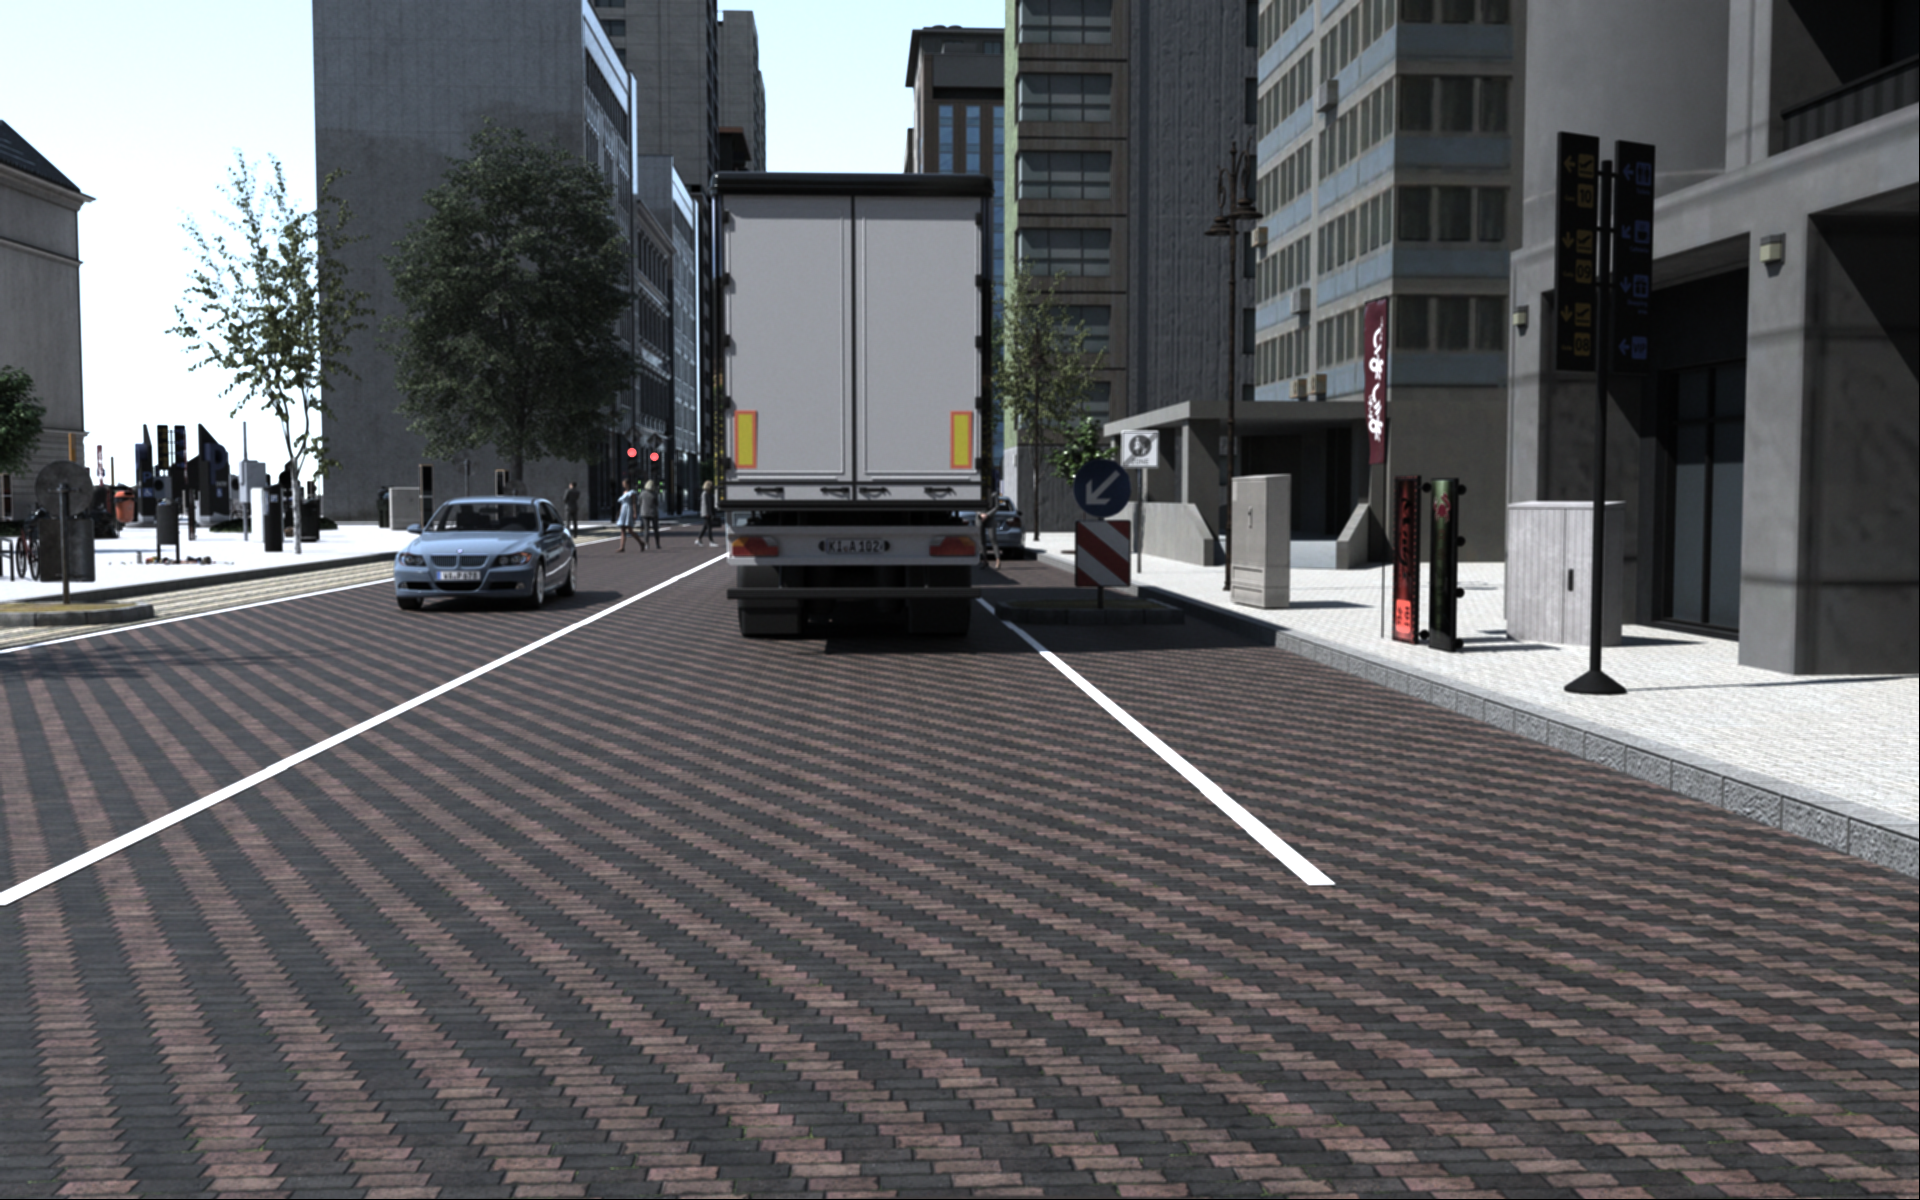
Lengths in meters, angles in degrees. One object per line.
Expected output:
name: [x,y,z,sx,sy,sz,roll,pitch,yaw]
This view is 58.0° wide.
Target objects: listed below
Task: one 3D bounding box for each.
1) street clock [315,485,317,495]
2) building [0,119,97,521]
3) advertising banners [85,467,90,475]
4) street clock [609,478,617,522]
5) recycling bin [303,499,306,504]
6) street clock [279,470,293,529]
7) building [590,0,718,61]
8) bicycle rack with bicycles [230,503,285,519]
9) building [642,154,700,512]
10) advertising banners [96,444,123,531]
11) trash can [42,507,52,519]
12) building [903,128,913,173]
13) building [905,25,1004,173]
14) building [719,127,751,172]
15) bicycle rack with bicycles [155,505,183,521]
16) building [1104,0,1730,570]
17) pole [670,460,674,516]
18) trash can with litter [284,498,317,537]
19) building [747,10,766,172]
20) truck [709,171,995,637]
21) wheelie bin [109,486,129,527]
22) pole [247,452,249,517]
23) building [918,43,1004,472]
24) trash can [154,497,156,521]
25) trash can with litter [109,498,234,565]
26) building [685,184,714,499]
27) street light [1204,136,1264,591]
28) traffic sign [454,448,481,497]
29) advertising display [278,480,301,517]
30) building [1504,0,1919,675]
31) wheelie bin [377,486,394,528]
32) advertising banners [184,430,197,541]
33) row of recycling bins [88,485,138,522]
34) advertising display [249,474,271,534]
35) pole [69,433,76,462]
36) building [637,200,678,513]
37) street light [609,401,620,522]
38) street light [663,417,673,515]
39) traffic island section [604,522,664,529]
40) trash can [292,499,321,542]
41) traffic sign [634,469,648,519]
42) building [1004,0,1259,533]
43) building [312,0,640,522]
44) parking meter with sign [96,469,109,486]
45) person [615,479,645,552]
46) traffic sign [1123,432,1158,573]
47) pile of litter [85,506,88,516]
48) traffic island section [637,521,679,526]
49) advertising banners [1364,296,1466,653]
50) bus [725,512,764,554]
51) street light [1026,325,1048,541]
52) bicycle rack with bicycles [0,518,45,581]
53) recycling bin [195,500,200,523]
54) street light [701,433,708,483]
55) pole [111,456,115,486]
street clock: [-53.315,-8.471,143.067,0.358,2.002,0.471,0,4,6]
building: [-53.142,-13.330,82.577,19.286,19.102,10.561,0,4,-3]
advertising banners: [-55.594,-7.077,111.900,2.074,3.025,0.090,-1,4,-17]
street clock: [-15.666,-4.505,78.222,0.358,2.002,0.471,-1,4,-17]
recycling bin: [-37.332,-5.260,98.551,0.722,1.027,0.722,0,4,3]
street clock: [-20.627,-2.971,53.152,0.471,2.002,0.358,-1,4,-11]
building: [-32.961,-45.148,176.421,20.563,71.187,20.611,0,4,-3]
bicycle rack with bicycles: [-28.238,-3.428,69.425,2.925,0.926,2.852,0,4,8]
building: [-26.581,-19.109,130.456,12.078,24.808,19.932,0,4,-3]
advertising banners: [-29.839,-3.948,60.736,2.074,3.025,0.090,3,5,44]
trash can: [-40.998,-4.060,78.033,0.748,1.137,0.748,0,3,0]
building: [3.705,-36.435,219.414,21.300,48.544,21.600,0,4,-3]
building: [8.591,-37.052,195.037,28.713,52.752,27.495,0,4,-3]
building: [-35.659,-33.481,202.034,22.147,44.769,28.867,0,4,-3]
bicycle rack with bicycles: [-39.181,-4.269,83.184,2.925,0.926,2.852,3,4,36]
building: [19.977,-21.131,37.380,32.217,40.220,23.993,0,4,-3]
pole: [-17.137,-6.676,103.004,0.158,3.312,0.155,0,3,0]
trash can with litter: [-19.649,-2.457,51.554,1.055,1.170,0.624,-1,4,-16]
building: [-38.445,-50.361,261.648,20.563,71.187,20.611,0,4,-3]
truck: [-1.251,-1.946,20.731,2.839,4.237,11.283,0,4,-3]
wheelie bin: [-32.602,-3.625,67.182,0.980,1.594,0.693,-1,4,-18]
pole: [-34.624,-5.514,84.002,0.158,3.312,0.155,0,3,0]
building: [2.956,-32.047,174.072,14.600,45.320,14.200,0,4,-3]
trash can: [-36.772,-4.080,78.368,0.748,1.137,0.748,0,3,0]
trash can with litter: [-14.369,-1.269,31.810,2.233,1.210,1.678,2,4,26]
building: [-29.655,-23.780,160.507,14.160,30.474,14.107,0,4,-3]
street light: [3.586,-3.063,22.869,0.468,5.910,1.993,0,4,-3]
traffic sign: [-13.744,-2.949,48.319,0.768,2.556,0.104,0,4,3]
advertising display: [-30.634,-4.523,79.168,0.974,1.923,0.123,0,4,-4]
building: [16.377,-34.719,5.913,20.563,71.187,20.611,0,4,-3]
wheelie bin: [-21.743,-3.543,65.841,0.980,1.594,0.693,2,4,33]
advertising banners: [-21.307,-3.163,47.904,0.090,3.025,2.074,-1,4,-18]
row of recycling bins: [-38.411,-4.393,78.933,1.069,1.692,3.534,1,4,11]
advertising display: [-22.283,-3.053,55.130,0.974,1.923,0.123,2,4,31]
pole: [-29.838,-3.942,58.289,0.158,3.312,0.155,0,3,0]
building: [-24.677,-16.734,109.757,11.583,22.565,21.152,0,4,-3]
street light: [-15.927,-6.538,79.686,0.468,5.910,1.993,0,4,-3]
street light: [-17.563,-8.039,104.223,0.468,5.910,1.993,0,4,-3]
traffic island section: [-13.462,-3.001,71.351,2.009,0.180,2.903,0,4,-3]
trash can: [-17.378,-2.107,46.095,0.748,1.137,0.748,0,3,0]
traffic sign: [-16.163,-5.353,87.628,0.768,2.556,0.104,0,4,-2]
building: [8.487,-23.247,63.686,14.154,41.232,14.086,0,4,-3]
building: [-23.776,-16.563,88.830,12.078,24.808,19.932,0,4,-3]
parking meter with sign: [-59.493,-7.597,120.469,0.543,3.016,1.738,-1,4,-12]
person: [-8.198,-2.092,42.797,0.778,1.811,0.616,-3,4,-38]
traffic sign: [2.908,-1.585,28.046,0.606,2.300,0.079,0,4,-2]
pile of litter: [-41.743,-4.259,83.596,1.176,0.858,1.719,1,4,20]
traffic island section: [-13.952,-3.489,79.321,2.009,0.180,2.903,0,4,-3]
advertising banners: [3.849,-1.141,14.842,0.090,3.025,2.074,-1,4,-8]
bus: [-2.647,-2.343,33.166,2.948,3.499,13.247,0,4,-3]
street light: [2.098,-4.565,47.420,0.468,5.910,1.993,0,4,-3]
bicycle rack with bicycles: [-15.165,-0.769,25.949,2.852,0.926,2.925,-2,4,-32]
recycling bin: [-30.418,-3.517,70.058,0.722,1.027,0.722,1,4,9]
street light: [-18.988,-9.526,128.535,0.468,5.910,1.993,0,4,-3]
pole: [-45.607,-6.080,93.257,0.158,3.312,0.155,0,3,0]
